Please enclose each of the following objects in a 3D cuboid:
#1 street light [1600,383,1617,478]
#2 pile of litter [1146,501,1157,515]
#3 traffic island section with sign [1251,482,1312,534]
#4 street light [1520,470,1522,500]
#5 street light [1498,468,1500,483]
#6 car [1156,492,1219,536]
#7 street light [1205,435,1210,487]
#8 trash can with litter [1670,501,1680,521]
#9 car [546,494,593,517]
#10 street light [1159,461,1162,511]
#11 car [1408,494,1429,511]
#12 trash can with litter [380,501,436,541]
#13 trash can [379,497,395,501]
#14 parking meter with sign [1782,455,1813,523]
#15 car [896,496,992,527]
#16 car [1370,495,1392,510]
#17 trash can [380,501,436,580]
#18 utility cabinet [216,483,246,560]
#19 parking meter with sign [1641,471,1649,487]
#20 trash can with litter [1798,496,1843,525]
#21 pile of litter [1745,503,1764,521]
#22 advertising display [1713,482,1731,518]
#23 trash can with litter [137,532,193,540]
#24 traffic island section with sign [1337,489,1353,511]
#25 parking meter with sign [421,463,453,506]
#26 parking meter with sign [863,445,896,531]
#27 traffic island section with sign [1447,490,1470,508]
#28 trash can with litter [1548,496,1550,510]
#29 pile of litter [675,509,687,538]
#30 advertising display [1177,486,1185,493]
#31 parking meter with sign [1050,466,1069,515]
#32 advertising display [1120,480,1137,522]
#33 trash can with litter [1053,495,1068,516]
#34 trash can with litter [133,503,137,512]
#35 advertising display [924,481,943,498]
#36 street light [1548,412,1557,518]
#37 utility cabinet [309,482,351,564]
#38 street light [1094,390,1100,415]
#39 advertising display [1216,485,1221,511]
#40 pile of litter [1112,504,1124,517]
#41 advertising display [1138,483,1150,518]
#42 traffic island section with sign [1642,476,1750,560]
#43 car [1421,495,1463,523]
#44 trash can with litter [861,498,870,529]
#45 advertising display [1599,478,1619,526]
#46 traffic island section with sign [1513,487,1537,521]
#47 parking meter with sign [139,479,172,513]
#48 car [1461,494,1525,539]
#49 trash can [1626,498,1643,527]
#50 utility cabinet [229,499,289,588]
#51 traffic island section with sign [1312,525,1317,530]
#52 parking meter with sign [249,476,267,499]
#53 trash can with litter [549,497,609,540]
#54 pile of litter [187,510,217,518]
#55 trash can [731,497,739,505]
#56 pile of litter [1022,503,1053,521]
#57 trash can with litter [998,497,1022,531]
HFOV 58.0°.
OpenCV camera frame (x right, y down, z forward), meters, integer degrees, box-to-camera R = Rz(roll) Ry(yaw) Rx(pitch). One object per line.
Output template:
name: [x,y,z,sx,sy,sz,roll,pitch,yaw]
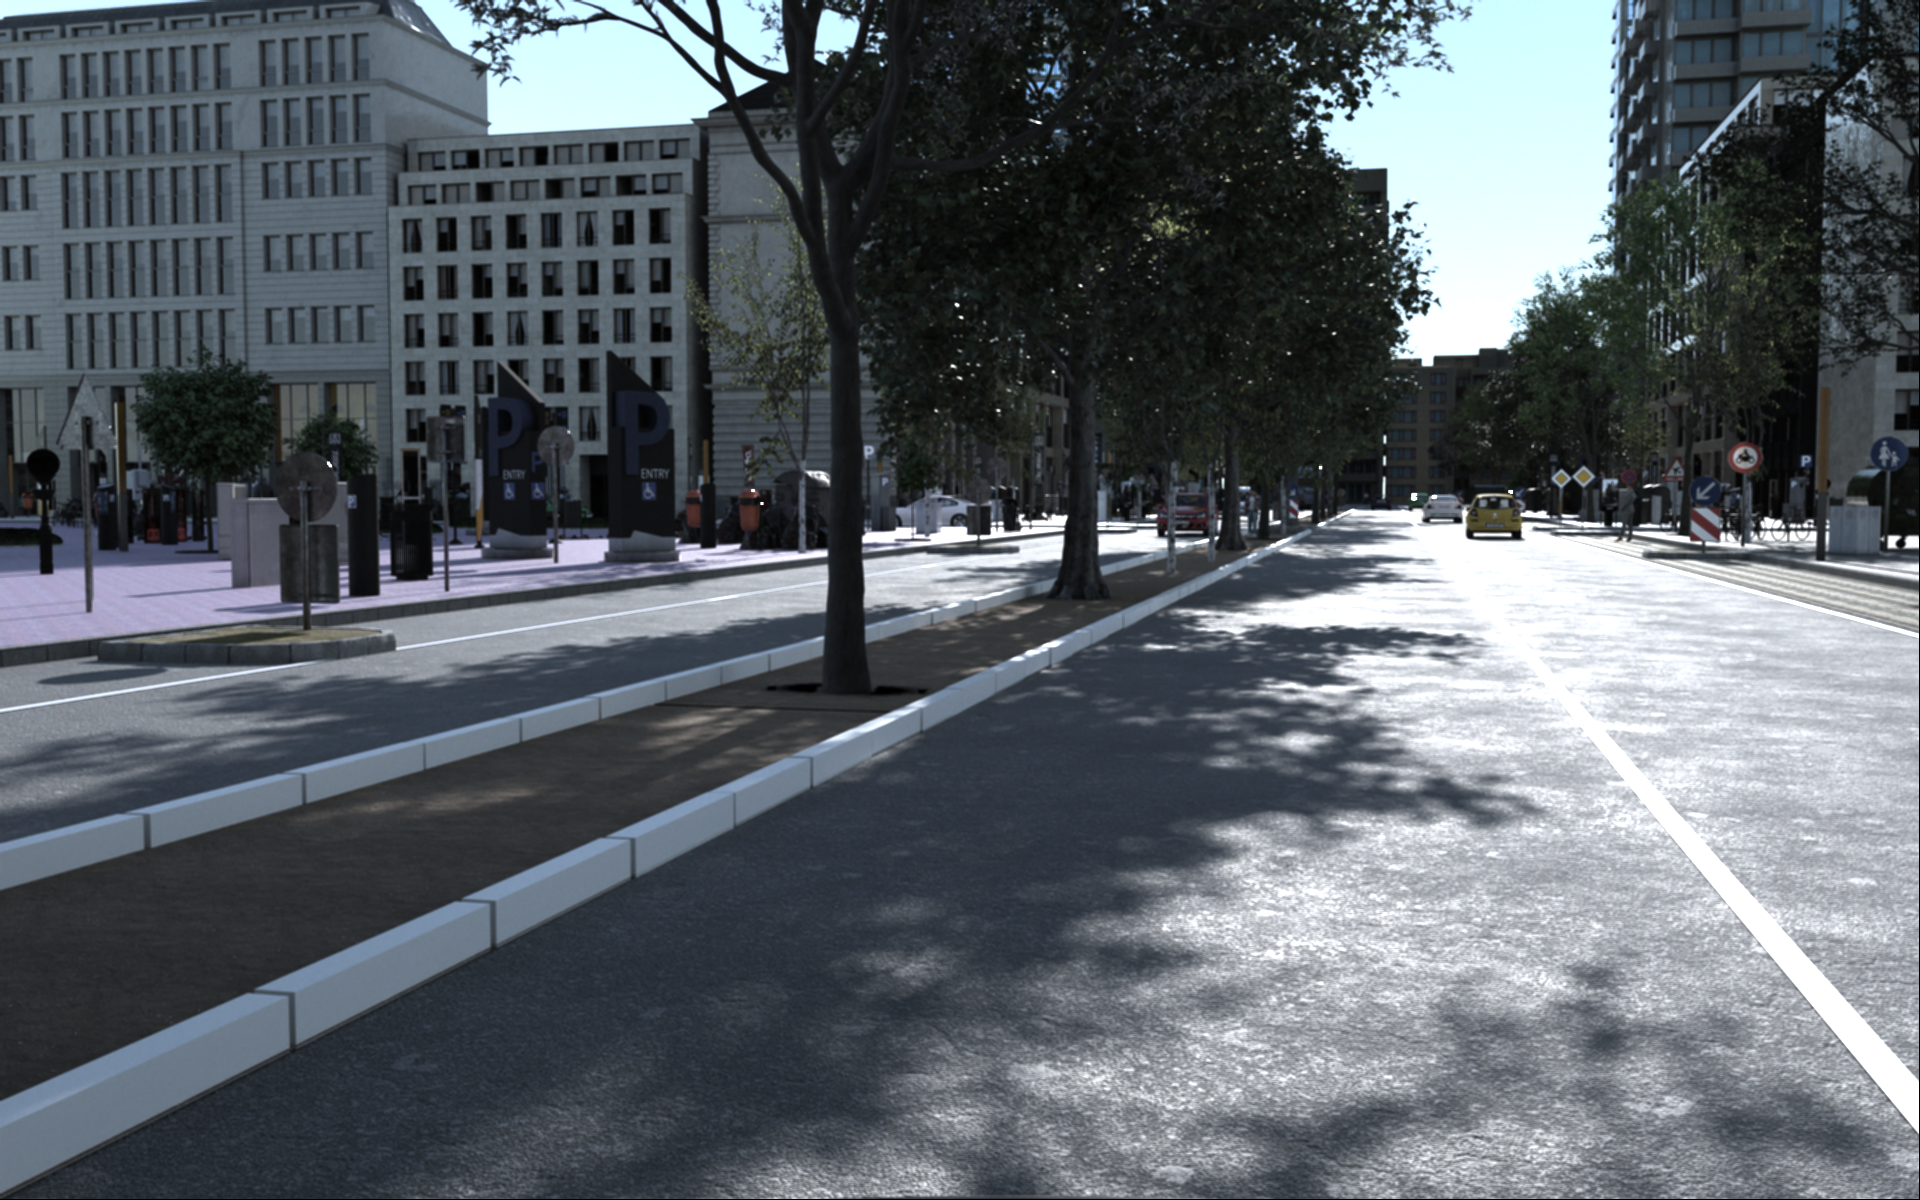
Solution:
street light: [26.427,-5.989,70.713,0.468,5.910,1.993,1,4,14]
pile of litter: [11.540,-5.654,106.405,1.176,0.858,1.719,-2,4,-33]
traffic island section with sign: [11.626,-3.349,62.889,2.006,1.907,1.989,1,4,14]
street light: [37.952,-8.830,117.163,0.468,5.910,1.993,1,4,14]
street light: [43.554,-10.223,139.926,0.468,5.910,1.993,1,4,14]
car: [7.919,-3.120,60.046,2.155,1.783,4.494,1,4,14]
street light: [16.824,-8.881,117.997,0.468,5.910,1.993,1,4,14]
trash can with litter: [33.332,-4.274,81.267,0.624,1.170,1.055,-2,4,-33]
car: [-18.112,-4.019,74.503,4.718,1.807,1.959,1,4,13]
street light: [11.047,-7.492,95.277,0.468,5.910,1.993,1,4,14]
car: [38.894,-8.424,146.525,1.959,1.807,4.718,1,4,13]
trash can with litter: [-15.265,-2.247,47.794,1.678,1.210,2.233,-2,4,-35]
trash can: [-26.567,-4.200,80.330,0.748,1.137,0.748,0,3,0]
parking meter with sign: [37.021,-4.915,76.620,1.738,3.016,0.543,-3,4,-39]
car: [-1.080,-3.539,70.223,4.827,1.381,2.083,1,4,14]
car: [37.460,-8.654,154.070,1.945,1.354,3.894,1,4,13]
trash can: [-8.221,-0.875,25.955,0.748,1.137,0.748,0,3,0]
utility cabinet: [-14.245,-1.544,33.927,0.318,1.500,1.173,-1,4,-11]
parking meter with sign: [50.475,-8.047,127.823,0.543,3.016,1.738,2,4,27]
trash can with litter: [35.851,-3.701,71.568,1.678,1.210,2.233,-3,4,-39]
pile of litter: [38.199,-4.247,83.407,1.176,0.858,1.719,3,4,39]
advertising display: [41.479,-5.448,94.288,0.974,1.923,0.123,0,4,-5]
trash can with litter: [-22.415,-2.300,48.665,2.233,1.210,1.678,1,4,9]
traffic island section with sign: [31.464,-8.250,143.025,2.006,1.907,1.989,1,4,14]
parking meter with sign: [-26.592,-5.613,88.036,1.738,3.016,0.543,0,4,6]
parking meter with sign: [-2.797,-3.933,60.559,0.543,3.016,1.738,-2,4,-33]
traffic island section with sign: [48.193,-9.709,167.364,1.989,1.847,2.006,1,4,14]
trash can with litter: [40.932,-6.622,119.650,0.624,1.170,1.055,1,4,17]
pile of litter: [-8.390,-2.275,51.167,1.176,0.858,1.719,2,4,30]
advertising display: [18.449,-8.553,145.048,0.974,1.923,0.123,2,4,24]
parking meter with sign: [6.476,-6.770,106.947,1.738,3.016,0.543,-1,4,-18]
advertising display: [7.809,-4.630,80.909,0.123,1.923,0.974,-2,4,-28]
trash can with litter: [6.442,-5.646,103.363,2.233,1.210,1.678,3,4,38]
trash can with litter: [-29.690,-3.118,62.373,1.055,1.170,0.624,-3,4,-38]
advertising display: [-1.244,-4.669,81.558,0.974,1.923,0.123,-2,4,-25]
street light: [32.107,-7.407,93.886,0.468,5.910,1.993,1,4,14]
utility cabinet: [-11.328,-1.402,31.594,0.318,1.500,1.173,3,5,43]
street light: [5.525,-6.098,72.495,0.468,5.910,1.993,1,4,14]
advertising display: [19.149,-7.528,128.299,0.123,1.923,0.974,-1,4,-10]
pile of litter: [8.790,-5.022,96.071,1.176,0.858,1.719,0,4,-3]
advertising display: [9.835,-5.370,93.019,0.974,1.923,0.123,-3,4,-38]
traffic island section with sign: [16.284,-1.823,38.439,1.989,1.847,2.006,1,4,14]
car: [24.449,-4.615,87.824,2.083,1.381,4.827,1,4,13]
trash can with litter: [-3.466,-2.869,58.300,0.624,1.170,1.055,1,4,13]
advertising display: [25.895,-3.908,69.116,0.974,1.923,0.123,-2,4,-28]
traffic island section with sign: [29.499,-5.090,91.854,1.989,1.847,2.006,1,4,14]
parking meter with sign: [-42.166,-5.784,90.827,1.738,3.016,0.543,0,4,-1]
car: [17.519,-2.855,56.906,2.015,1.641,3.980,1,4,15]
trash can: [26.709,-3.488,68.681,0.748,1.137,0.748,0,3,0]
utility cabinet: [-9.787,-0.800,24.235,0.306,1.237,1.020,1,4,11]
traffic island section with sign: [13.416,-3.788,70.078,2.006,1.907,1.989,1,4,14]
parking meter with sign: [-29.195,-4.643,72.177,0.543,3.016,1.738,0,4,4]
trash can with litter: [-10.684,-2.343,49.358,2.233,1.210,1.678,0,4,2]
pile of litter: [-41.247,-4.890,93.921,1.719,0.858,1.176,1,4,11]
trash can: [-18.438,-8.129,144.567,0.748,1.137,0.748,0,3,0]
pile of litter: [3.723,-4.297,84.224,1.176,0.858,1.719,-3,5,-40]
trash can with litter: [1.762,-2.972,59.986,0.624,1.170,1.055,1,4,21]
